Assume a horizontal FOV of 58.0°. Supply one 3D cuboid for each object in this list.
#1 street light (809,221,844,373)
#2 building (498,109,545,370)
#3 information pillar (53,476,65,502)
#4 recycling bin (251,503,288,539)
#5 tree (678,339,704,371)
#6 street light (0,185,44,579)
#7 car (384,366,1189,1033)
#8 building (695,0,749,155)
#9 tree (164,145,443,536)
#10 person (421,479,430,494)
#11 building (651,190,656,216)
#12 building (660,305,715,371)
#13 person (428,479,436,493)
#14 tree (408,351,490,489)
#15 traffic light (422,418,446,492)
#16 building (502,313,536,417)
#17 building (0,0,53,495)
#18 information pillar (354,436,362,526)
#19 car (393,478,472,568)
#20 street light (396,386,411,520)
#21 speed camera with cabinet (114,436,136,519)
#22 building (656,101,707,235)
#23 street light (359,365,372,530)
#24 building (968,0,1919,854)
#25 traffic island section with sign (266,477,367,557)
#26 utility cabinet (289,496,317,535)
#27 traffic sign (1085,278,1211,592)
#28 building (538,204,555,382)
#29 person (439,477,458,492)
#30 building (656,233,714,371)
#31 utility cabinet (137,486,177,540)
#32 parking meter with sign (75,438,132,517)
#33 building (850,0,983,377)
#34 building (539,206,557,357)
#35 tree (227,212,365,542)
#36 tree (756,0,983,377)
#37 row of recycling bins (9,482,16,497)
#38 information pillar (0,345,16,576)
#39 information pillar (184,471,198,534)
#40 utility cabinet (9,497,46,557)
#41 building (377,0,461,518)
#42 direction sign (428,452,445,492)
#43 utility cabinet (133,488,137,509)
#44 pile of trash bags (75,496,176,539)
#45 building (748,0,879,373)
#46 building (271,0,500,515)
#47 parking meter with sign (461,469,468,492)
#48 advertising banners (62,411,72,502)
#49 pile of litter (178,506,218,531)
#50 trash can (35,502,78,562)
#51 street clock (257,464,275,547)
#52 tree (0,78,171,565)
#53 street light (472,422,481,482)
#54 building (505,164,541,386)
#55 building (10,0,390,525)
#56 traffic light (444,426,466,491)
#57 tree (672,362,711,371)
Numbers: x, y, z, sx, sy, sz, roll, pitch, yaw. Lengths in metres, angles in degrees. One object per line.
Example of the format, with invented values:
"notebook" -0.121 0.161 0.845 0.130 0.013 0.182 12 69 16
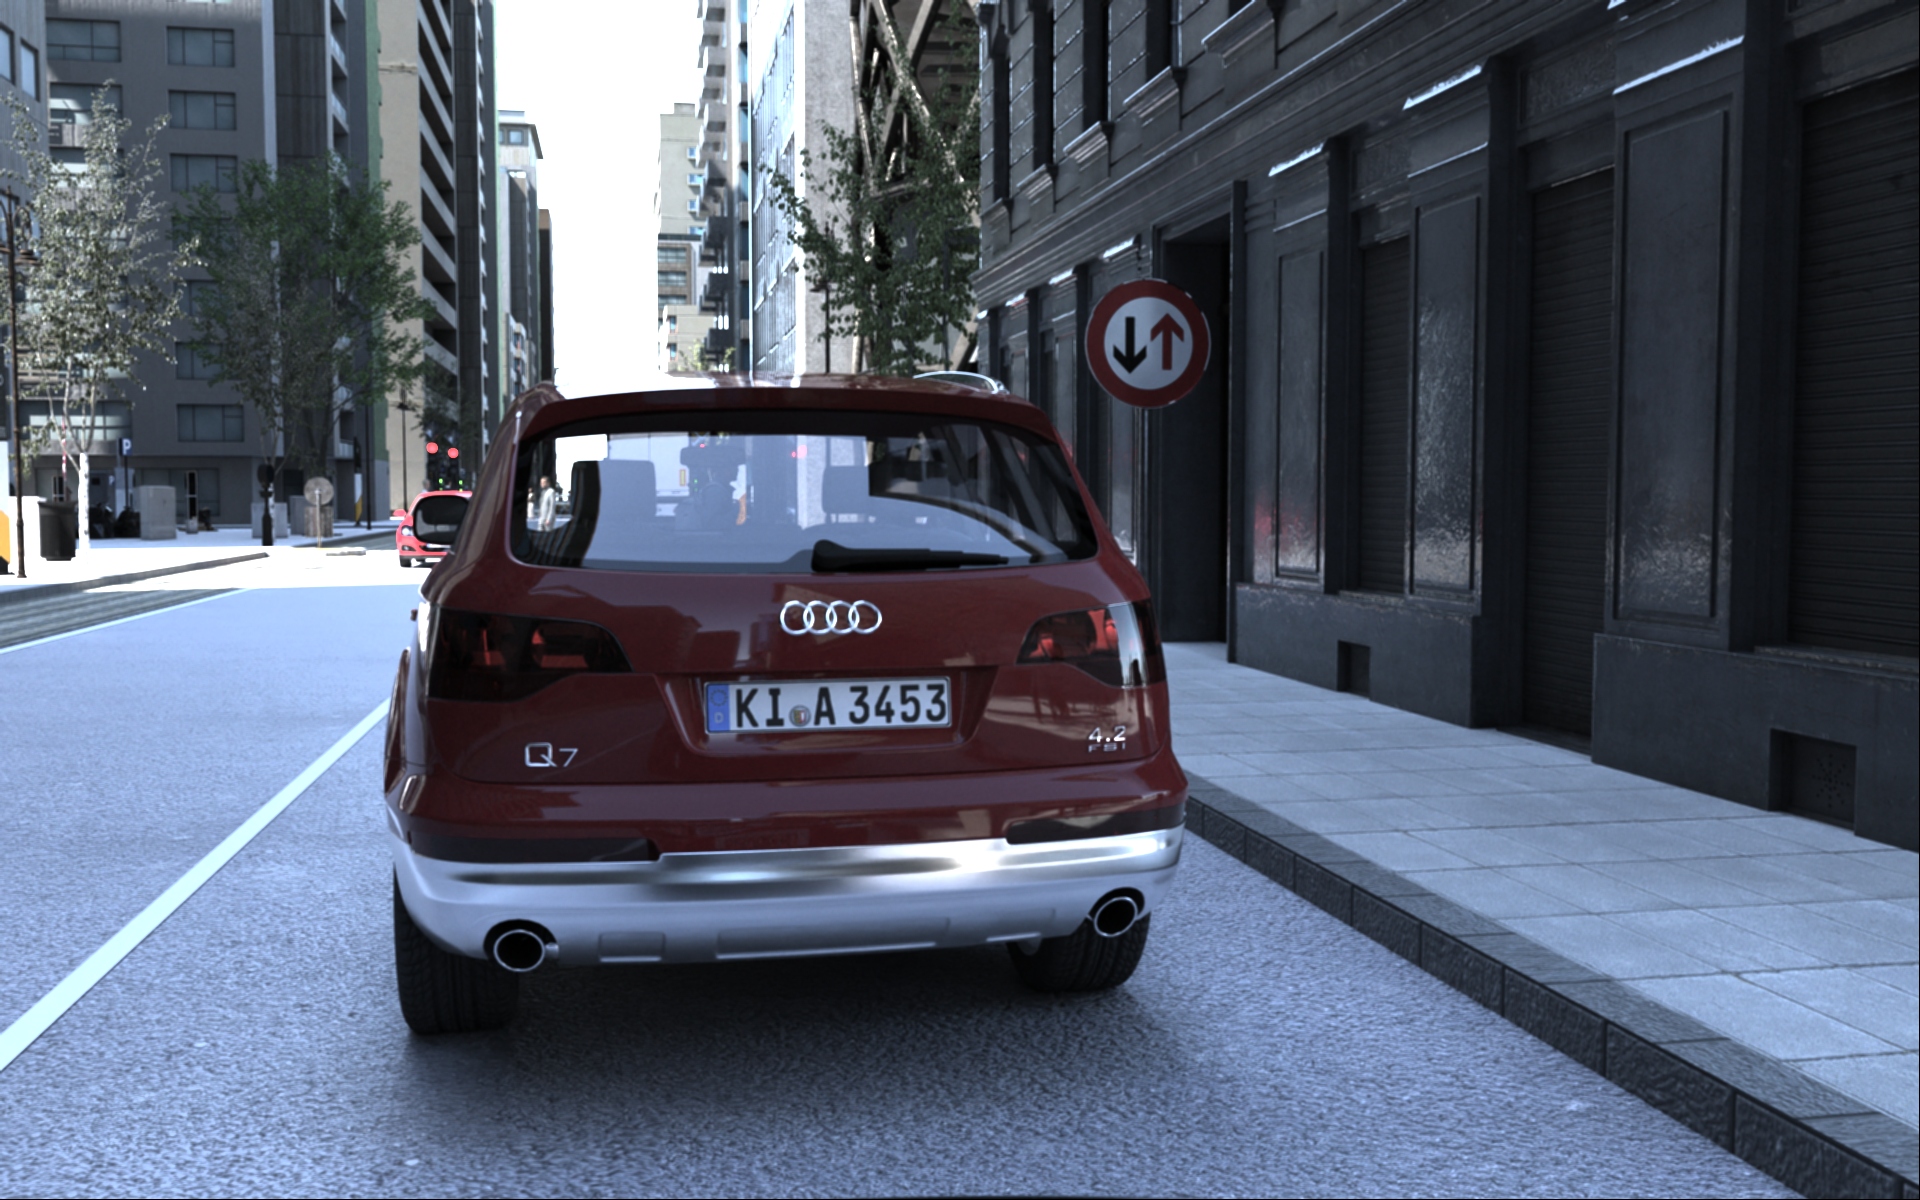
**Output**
"street light" -2.252 -3.471 29.532 0.468 5.910 1.993 -1 4 -11
"building" -72.192 -39.737 238.937 28.713 52.752 27.495 -1 4 -11
"information pillar" -36.007 -3.960 69.230 0.304 2.012 0.304 2 4 34
"recycling bin" -20.065 -2.311 50.334 0.722 1.027 0.722 2 4 29
"tree" -11.730 -8.017 81.444 4.737 8.622 4.395 0 3 0
"street light" -14.211 -3.258 26.055 0.468 5.910 1.993 -1 4 -11
"car" -0.851 0.145 6.307 2.281 1.827 5.304 -1 4 -13
"building" -6.362 -30.468 117.763 23.786 49.044 30.456 -1 4 -11
"tree" -19.705 -7.776 52.899 9.928 11.665 9.643 0 3 0
"person" -14.840 -2.427 48.055 0.818 1.842 0.514 -2 4 -30
"building" -37.180 -43.034 292.848 28.713 52.752 27.495 -1 4 -11
"building" -15.951 -20.178 174.957 27.650 21.520 28.899 -1 4 -11
"person" -15.180 -2.502 49.210 0.447 1.846 0.655 1 4 9
"tree" -26.509 -8.491 89.189 4.360 8.622 3.978 0 3 0
"traffic light" -19.460 -4.597 64.087 0.839 4.253 0.868 -1 4 -11
"building" -60.582 -20.895 186.668 27.650 21.520 28.899 -1 4 -11
"building" -42.056 -27.832 44.285 27.495 52.752 28.713 -1 4 -11
"information pillar" -24.536 -4.846 70.586 0.183 3.616 0.504 0 4 4
"car" -10.328 -1.600 35.193 2.155 1.783 4.494 -1 4 -11
"street light" -23.155 -6.079 72.184 0.468 5.910 1.993 -1 4 -11
"speed camera with cabinet" -28.412 -3.943 58.808 0.660 3.252 2.038 -1 4 -20
"building" -26.074 -35.993 212.188 21.300 48.544 21.600 -1 4 -11
"street light" -21.204 -5.455 61.975 0.468 5.910 1.993 -1 4 -11
"building" 6.472 -10.107 14.396 9.793 20.994 18.267 -1 4 -11
"traffic island section with sign" -14.808 -1.916 39.962 1.989 1.847 2.006 -1 4 -11
"utility cabinet" -20.691 -2.673 54.862 0.306 1.237 1.020 2 4 35
"traffic sign" 1.104 -0.625 10.320 0.768 2.556 0.104 -1 4 -10
"building" -68.499 -37.403 261.652 14.600 45.320 14.200 -1 4 -11
"person" -14.470 -2.529 49.213 0.648 1.900 0.474 -2 4 -25
"building" -26.919 -25.855 194.425 14.160 30.474 14.107 -1 4 -11
"utility cabinet" -22.318 -2.419 48.228 0.318 1.500 1.173 1 4 10
"parking meter with sign" -26.810 -3.539 54.124 1.738 3.016 0.543 0 4 7
"building" 5.841 -10.472 38.665 16.820 18.784 16.811 -1 4 -11
"building" -77.510 -40.544 282.497 23.786 49.044 30.456 -1 4 -11
"tree" -18.092 -5.822 45.547 4.360 8.622 3.978 0 3 0
"tree" -0.518 -4.601 25.591 4.737 8.622 4.395 0 3 0
"row of recycling bins" -26.214 -2.320 45.044 1.069 1.692 3.534 1 4 19
"information pillar" -15.101 -2.184 27.060 0.183 3.616 0.504 2 4 25
"information pillar" -24.788 -3.140 55.838 0.304 2.012 0.304 -3 5 -41
"utility cabinet" -19.190 -1.478 35.325 1.020 1.237 0.306 0 4 2
"building" -41.437 -29.178 100.763 21.300 48.544 21.600 -1 4 -11
"direction sign" -28.255 -6.210 93.523 0.876 3.537 0.379 -2 4 -32
"utility cabinet" -27.194 -3.040 58.387 1.173 1.500 0.318 0 4 0
"pile of trash bags" -24.496 -2.500 50.627 1.912 1.369 3.447 2 4 28
"building" -0.103 -14.577 56.357 12.078 24.808 19.932 -1 4 -11
"building" -41.756 -27.215 128.563 14.154 41.232 14.086 -1 4 -11
"parking meter with sign" -33.916 -7.474 118.453 0.543 3.016 1.738 -2 4 -24
"advertising banners" -19.414 -2.536 37.656 0.090 3.025 2.074 -2 4 -24
"pile of litter" -26.365 -2.812 59.947 1.176 0.858 1.719 -3 5 -41
"trash can" -17.150 -1.301 32.925 0.748 1.137 0.748 0 3 0
"street clock" -16.920 -2.305 42.264 0.358 2.002 0.471 0 4 2
"tree" -15.871 -4.949 31.281 4.360 8.622 3.978 0 3 0
"street light" -30.096 -8.259 107.829 0.468 5.910 1.993 -1 4 -11
"building" -58.029 -32.099 208.411 14.154 41.232 14.086 -1 4 -11
"building" -33.708 -24.013 76.207 14.154 41.232 14.086 -1 4 -11
"traffic light" -20.982 -5.077 71.926 0.839 4.253 0.868 -1 4 -11
"tree" -14.743 -8.830 94.727 4.360 8.622 3.978 0 3 0
